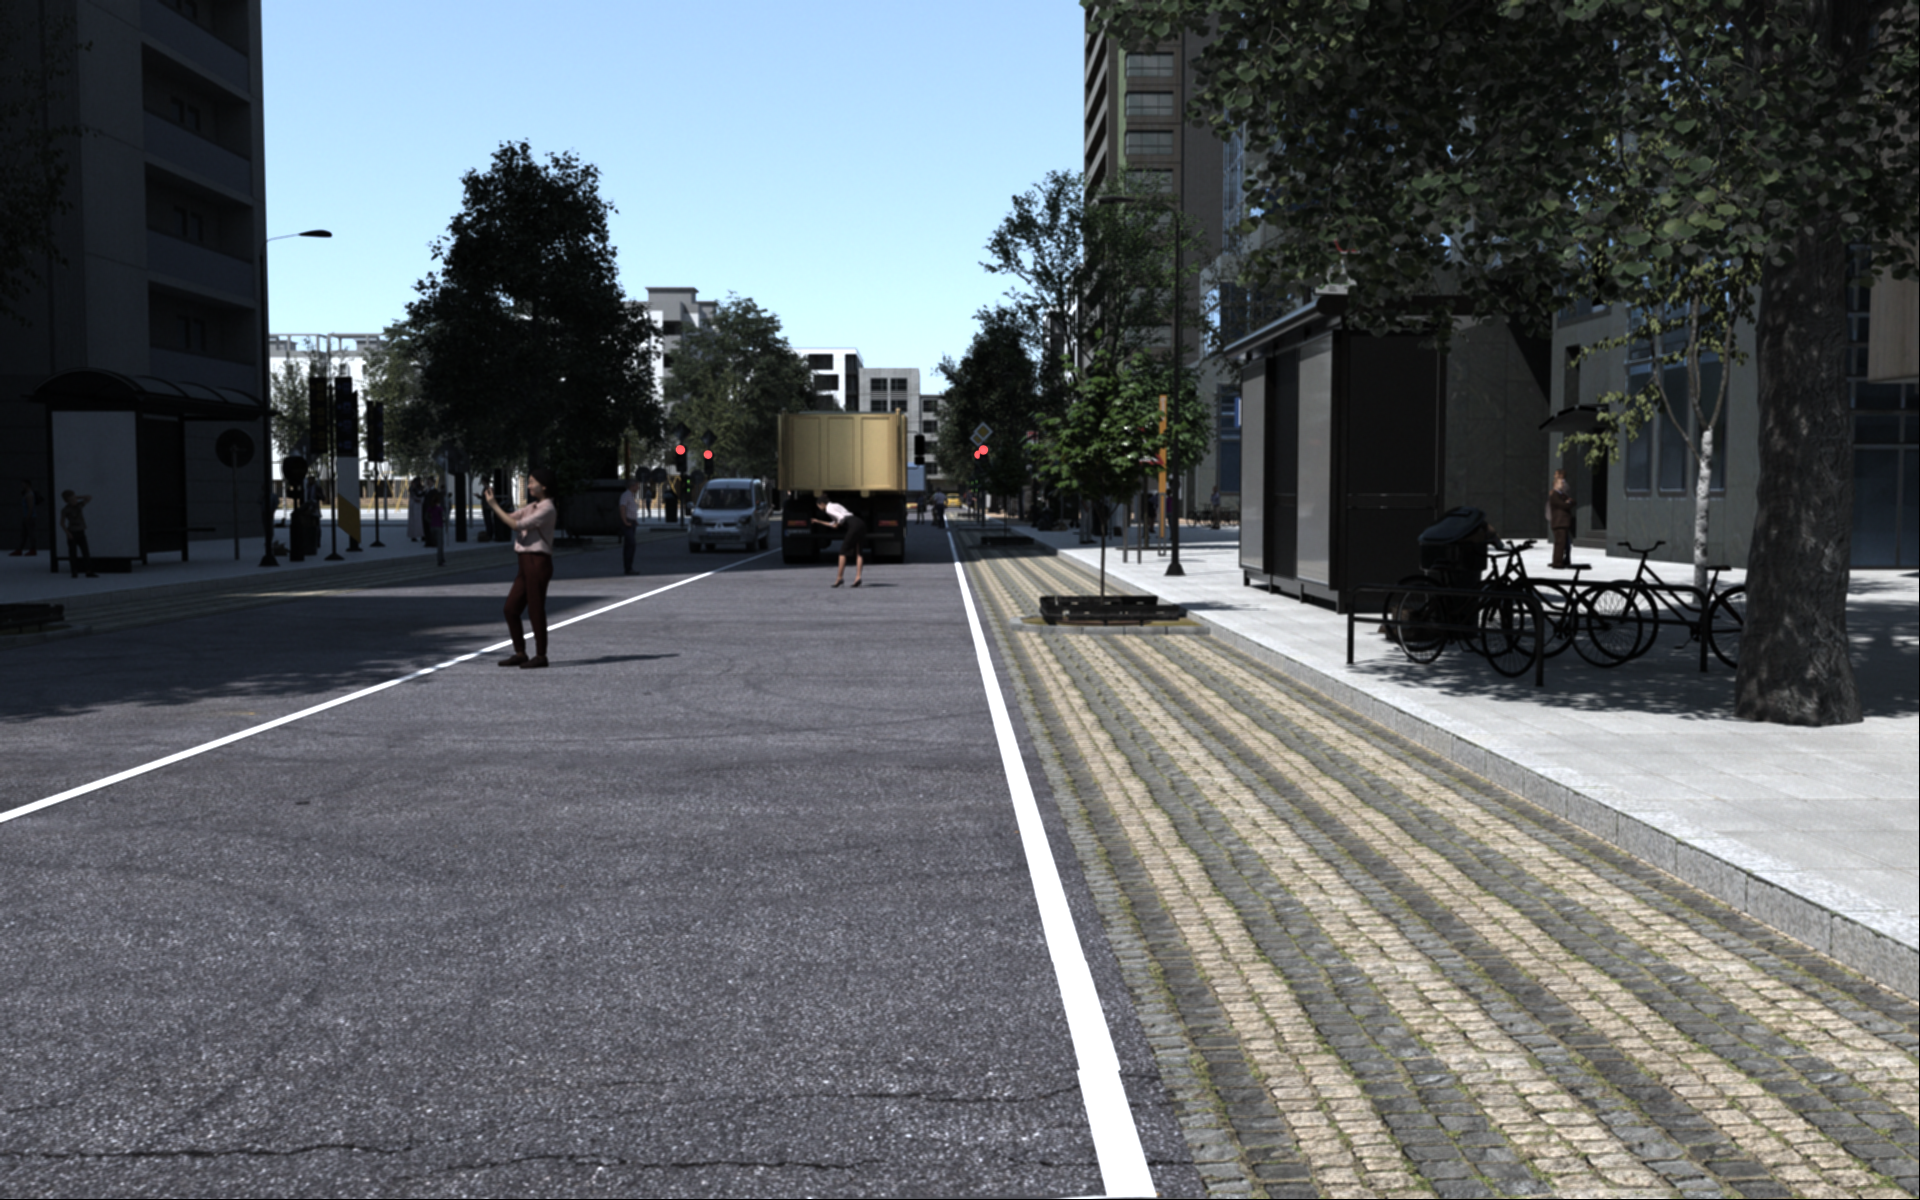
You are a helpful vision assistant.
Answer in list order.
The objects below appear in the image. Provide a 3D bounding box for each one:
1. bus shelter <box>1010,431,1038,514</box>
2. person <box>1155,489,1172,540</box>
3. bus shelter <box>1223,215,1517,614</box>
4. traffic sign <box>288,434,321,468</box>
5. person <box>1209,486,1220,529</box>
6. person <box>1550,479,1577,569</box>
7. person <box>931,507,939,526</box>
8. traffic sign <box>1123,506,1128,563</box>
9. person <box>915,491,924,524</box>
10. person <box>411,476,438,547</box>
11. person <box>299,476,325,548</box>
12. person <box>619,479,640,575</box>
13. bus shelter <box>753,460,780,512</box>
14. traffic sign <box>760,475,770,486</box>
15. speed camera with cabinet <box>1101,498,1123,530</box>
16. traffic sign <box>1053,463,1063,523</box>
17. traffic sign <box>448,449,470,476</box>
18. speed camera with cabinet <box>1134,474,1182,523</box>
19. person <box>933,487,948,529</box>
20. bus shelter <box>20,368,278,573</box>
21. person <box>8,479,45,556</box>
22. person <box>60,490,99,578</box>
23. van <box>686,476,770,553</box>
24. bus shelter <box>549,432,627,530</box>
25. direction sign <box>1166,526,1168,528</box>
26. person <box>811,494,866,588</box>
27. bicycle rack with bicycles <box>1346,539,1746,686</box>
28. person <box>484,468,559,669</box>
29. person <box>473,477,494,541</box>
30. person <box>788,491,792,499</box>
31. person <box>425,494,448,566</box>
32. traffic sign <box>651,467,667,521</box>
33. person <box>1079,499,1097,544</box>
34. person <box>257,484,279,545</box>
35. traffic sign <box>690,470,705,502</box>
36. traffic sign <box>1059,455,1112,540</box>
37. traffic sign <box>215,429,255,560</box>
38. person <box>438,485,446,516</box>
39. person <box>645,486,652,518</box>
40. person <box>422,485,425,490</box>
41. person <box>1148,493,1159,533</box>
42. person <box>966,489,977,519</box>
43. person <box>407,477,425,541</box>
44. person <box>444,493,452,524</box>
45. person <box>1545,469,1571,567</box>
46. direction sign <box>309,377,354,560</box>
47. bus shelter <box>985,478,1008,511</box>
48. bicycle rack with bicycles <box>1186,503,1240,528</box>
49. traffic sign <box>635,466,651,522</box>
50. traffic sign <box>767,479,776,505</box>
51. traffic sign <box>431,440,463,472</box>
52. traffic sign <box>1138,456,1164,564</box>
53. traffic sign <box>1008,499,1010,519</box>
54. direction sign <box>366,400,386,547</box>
[{"bbox_3d":[3.908,-7.952,107.651,2.179,5.291,8.768,0,4,-1],"label":"bus shelter"},{"bbox_3d":[5.660,-2.374,48.095,0.776,1.435,0.726,3,5,44],"label":"person"},{"bbox_3d":[4.770,-2.749,22.575,2.179,5.291,8.768,0,4,-1],"label":"bus shelter"},{"bbox_3d":[-14.404,-2.347,38.104,0.795,2.593,0.064,0,4,6],"label":"traffic sign"},{"bbox_3d":[9.316,-3.370,63.204,0.319,1.574,0.516,-1,4,-9],"label":"person"},{"bbox_3d":[10.332,-1.308,29.702,0.388,1.546,0.482,3,5,43],"label":"person"},{"bbox_3d":[-1.008,-3.728,77.371,0.347,0.859,0.695,-3,4,-38],"label":"person"},{"bbox_3d":[3.089,-1.968,32.281,0.768,2.556,0.104,0,4,4],"label":"traffic sign"},{"bbox_3d":[-1.927,-4.421,82.842,0.516,1.574,0.319,3,5,45],"label":"person"},{"bbox_3d":[-12.926,-2.136,41.765,0.742,1.727,0.445,0,4,3],"label":"person"},{"bbox_3d":[-15.495,-2.109,41.346,0.655,1.722,0.431,1,4,20],"label":"person"},{"bbox_3d":[-5.881,-1.324,31.088,0.436,1.711,0.756,1,4,12],"label":"person"},{"bbox_3d":[-13.641,-8.102,123.754,1.731,3.624,6.357,0,4,-1],"label":"bus shelter"},{"bbox_3d":[-13.562,-7.339,119.719,0.795,2.593,0.064,0,4,5],"label":"traffic sign"},{"bbox_3d":[5.241,-4.087,61.150,0.660,3.252,2.038,1,4,20],"label":"speed camera with cabinet"},{"bbox_3d":[3.713,-3.857,63.176,0.768,2.556,0.104,0,4,6],"label":"traffic sign"},{"bbox_3d":[-14.099,-2.961,48.526,0.768,2.556,0.104,0,4,1],"label":"traffic sign"},{"bbox_3d":[8.809,-5.056,77.008,2.038,3.252,0.660,0,4,-4],"label":"speed camera with cabinet"},{"bbox_3d":[-0.856,-3.829,72.037,0.756,1.711,0.436,-2,4,-28],"label":"person"},{"bbox_3d":[-14.062,-2.241,30.558,2.014,3.302,5.546,0,4,-1],"label":"bus shelter"},{"bbox_3d":[-19.412,-1.719,36.012,0.662,1.594,0.647,-3,5,-42],"label":"person"},{"bbox_3d":[-13.511,-1.016,26.566,0.340,1.345,0.435,2,4,32],"label":"person"},{"bbox_3d":[-5.808,-2.247,43.749,2.013,2.044,4.112,0,3,0],"label":"van"},{"bbox_3d":[-13.840,-4.499,64.844,1.731,3.624,6.357,0,4,-1],"label":"bus shelter"},{"bbox_3d":[7.787,-4.542,66.259,0.876,3.537,0.379,-3,4,-39],"label":"direction sign"},{"bbox_3d":[-1.853,-0.912,26.599,0.799,1.438,0.628,-1,4,-14],"label":"person"},{"bbox_3d":[4.184,0.026,12.959,2.852,0.926,2.925,-2,4,-31],"label":"bicycle rack with bicycles"},{"bbox_3d":[-3.601,-0.262,14.244,0.566,1.644,0.517,1,4,11],"label":"person"},{"bbox_3d":[-13.096,-2.496,47.386,0.750,1.759,0.617,1,4,12],"label":"person"},{"bbox_3d":[-11.969,-6.840,121.143,0.445,1.727,0.742,-1,4,-18],"label":"person"},{"bbox_3d":[-10.322,-1.389,34.449,0.726,1.435,0.776,1,4,16],"label":"person"},{"bbox_3d":[-14.119,-4.966,81.302,0.768,2.556,0.104,0,4,0],"label":"traffic sign"},{"bbox_3d":[3.269,-2.341,44.470,0.789,1.805,0.875,2,4,31],"label":"person"},{"bbox_3d":[-17.318,-2.148,43.377,0.499,1.552,0.429,2,4,28],"label":"person"},{"bbox_3d":[-13.760,-5.543,90.728,0.768,2.556,0.104,0,4,1],"label":"traffic sign"},{"bbox_3d":[3.872,-3.321,48.174,2.265,3.308,0.079,0,4,1],"label":"traffic sign"},{"bbox_3d":[-14.108,-2.056,33.721,0.768,2.556,0.104,0,4,0],"label":"traffic sign"},{"bbox_3d":[-25.459,-4.787,85.135,0.431,1.722,0.655,2,4,26],"label":"person"},{"bbox_3d":[-16.691,-5.265,92.856,0.376,1.734,0.841,0,4,-8],"label":"person"},{"bbox_3d":[-25.027,-4.525,80.835,0.445,1.727,0.742,-2,4,-32],"label":"person"},{"bbox_3d":[6.423,-2.918,56.987,0.697,1.427,0.421,2,4,31],"label":"person"},{"bbox_3d":[0.715,-5.398,97.213,0.683,1.767,0.568,-3,5,-43],"label":"person"},{"bbox_3d":[-14.697,-2.460,46.929,0.621,1.740,0.551,0,4,6],"label":"person"},{"bbox_3d":[-21.910,-3.922,74.078,0.435,1.345,0.340,0,4,1],"label":"person"},{"bbox_3d":[10.567,-1.453,30.616,0.431,1.722,0.655,2,4,31],"label":"person"},{"bbox_3d":[-12.157,-2.541,33.546,0.876,3.537,0.379,1,4,8],"label":"direction sign"},{"bbox_3d":[2.710,-8.233,128.526,2.014,3.302,5.546,0,4,-1],"label":"bus shelter"},{"bbox_3d":[10.054,-3.264,66.750,2.925,0.926,2.852,-1,4,-21],"label":"bicycle rack with bicycles"},{"bbox_3d":[-14.483,-4.836,79.175,0.768,2.556,0.104,0,4,6],"label":"traffic sign"},{"bbox_3d":[-13.076,-7.207,119.964,0.606,2.300,0.079,0,3,0],"label":"traffic sign"},{"bbox_3d":[-12.483,-2.593,42.126,0.795,2.593,0.064,0,4,1],"label":"traffic sign"},{"bbox_3d":[3.289,-1.938,31.696,0.884,2.594,0.081,0,4,1],"label":"traffic sign"},{"bbox_3d":[2.583,-5.549,90.832,0.768,2.556,0.104,0,4,1],"label":"traffic sign"},{"bbox_3d":[-14.230,-3.071,42.203,0.379,3.537,0.876,0,4,5],"label":"direction sign"}]
